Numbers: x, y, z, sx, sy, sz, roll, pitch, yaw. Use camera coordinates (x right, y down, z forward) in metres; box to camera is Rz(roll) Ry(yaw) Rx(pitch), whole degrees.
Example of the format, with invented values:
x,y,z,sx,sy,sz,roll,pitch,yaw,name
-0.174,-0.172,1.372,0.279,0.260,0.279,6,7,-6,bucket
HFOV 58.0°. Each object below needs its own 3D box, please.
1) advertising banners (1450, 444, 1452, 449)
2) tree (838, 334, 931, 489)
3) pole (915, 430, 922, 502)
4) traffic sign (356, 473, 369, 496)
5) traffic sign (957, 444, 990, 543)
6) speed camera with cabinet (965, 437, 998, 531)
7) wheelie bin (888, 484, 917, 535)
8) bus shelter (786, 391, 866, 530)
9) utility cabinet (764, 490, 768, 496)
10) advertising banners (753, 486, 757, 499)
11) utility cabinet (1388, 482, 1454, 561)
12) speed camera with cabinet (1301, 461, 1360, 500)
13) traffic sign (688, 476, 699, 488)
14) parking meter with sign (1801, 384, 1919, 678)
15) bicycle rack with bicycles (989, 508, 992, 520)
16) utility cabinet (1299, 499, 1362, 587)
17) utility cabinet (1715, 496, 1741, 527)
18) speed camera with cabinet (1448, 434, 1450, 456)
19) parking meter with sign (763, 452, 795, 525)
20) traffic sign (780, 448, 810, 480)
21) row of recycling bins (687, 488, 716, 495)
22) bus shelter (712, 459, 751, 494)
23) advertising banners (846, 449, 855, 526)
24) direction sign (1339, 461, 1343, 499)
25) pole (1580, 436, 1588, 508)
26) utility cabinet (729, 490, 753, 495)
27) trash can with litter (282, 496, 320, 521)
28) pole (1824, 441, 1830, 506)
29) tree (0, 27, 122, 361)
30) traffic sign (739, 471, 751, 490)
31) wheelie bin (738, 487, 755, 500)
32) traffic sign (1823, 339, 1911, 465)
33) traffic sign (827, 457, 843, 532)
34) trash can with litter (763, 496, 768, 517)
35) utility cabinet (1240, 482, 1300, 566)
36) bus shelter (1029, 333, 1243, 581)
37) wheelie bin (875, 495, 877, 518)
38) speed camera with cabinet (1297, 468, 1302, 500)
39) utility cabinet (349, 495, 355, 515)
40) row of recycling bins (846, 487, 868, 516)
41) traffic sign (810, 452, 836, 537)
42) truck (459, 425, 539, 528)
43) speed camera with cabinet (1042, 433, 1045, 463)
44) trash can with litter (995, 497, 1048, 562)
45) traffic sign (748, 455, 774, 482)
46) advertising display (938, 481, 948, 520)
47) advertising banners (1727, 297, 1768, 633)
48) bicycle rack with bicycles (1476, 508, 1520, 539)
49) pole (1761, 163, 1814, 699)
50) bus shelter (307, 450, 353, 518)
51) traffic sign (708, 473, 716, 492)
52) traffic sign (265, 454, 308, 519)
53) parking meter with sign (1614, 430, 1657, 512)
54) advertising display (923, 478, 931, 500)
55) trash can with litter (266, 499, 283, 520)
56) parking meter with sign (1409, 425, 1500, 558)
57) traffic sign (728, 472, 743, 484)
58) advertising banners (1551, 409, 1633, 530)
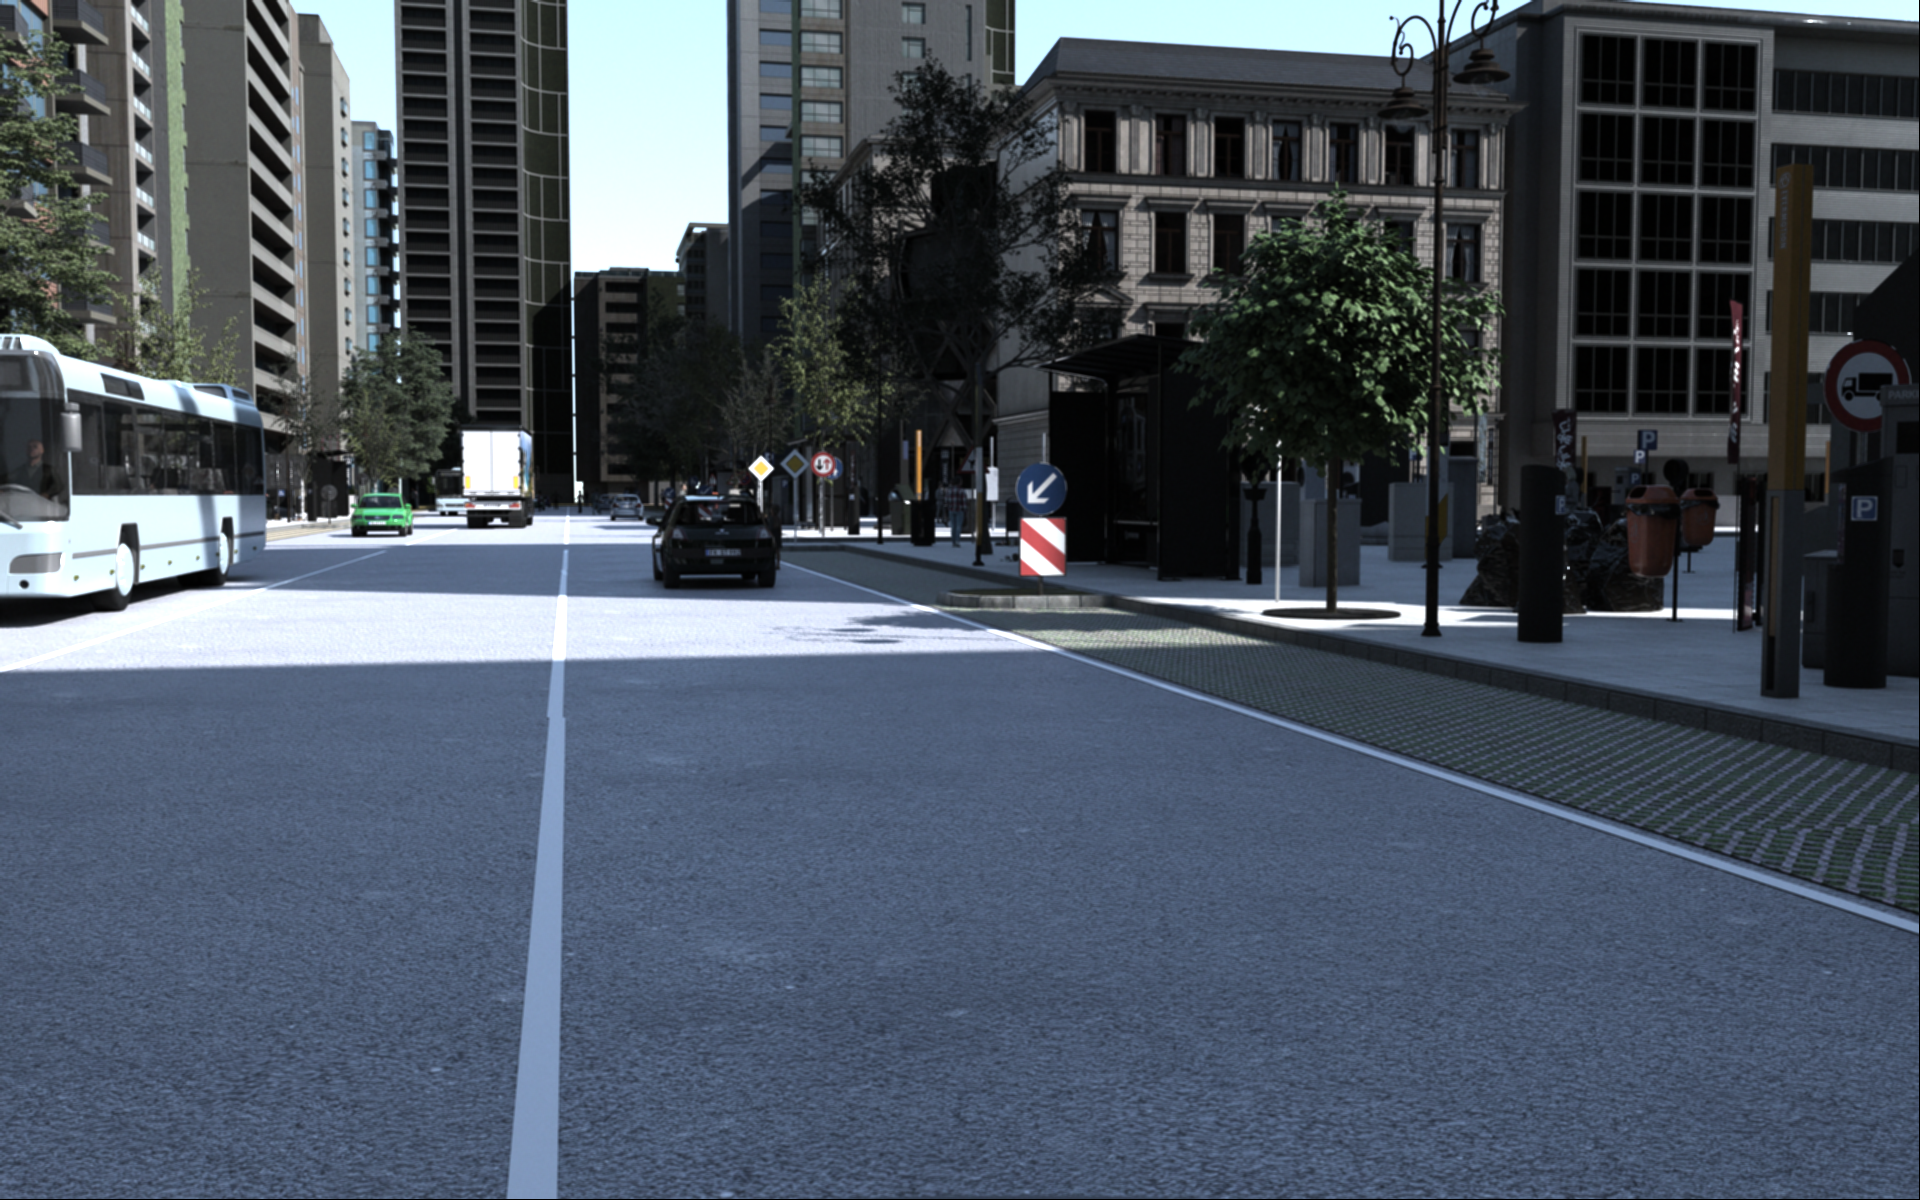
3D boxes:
x,y,z,sx,sy,sz,roll,pitch,yaw,name
16.129,-3.912,60.142,2.074,3.025,0.090,-1,4,-15,advertising banners
-3.450,-7.871,79.049,4.360,8.622,3.978,0,3,0,tree
-1.330,-3.756,55.262,0.158,3.312,0.155,0,3,0,pole
-35.812,-6.345,103.840,0.768,2.556,0.104,-1,4,-9,traffic sign
0.336,-2.747,44.915,0.884,2.594,0.081,-1,4,-12,traffic sign
0.602,-4.044,60.454,0.660,3.252,2.038,-2,4,-28,speed camera with cabinet
-1.823,-2.816,53.945,0.693,1.594,0.980,3,5,39,wheelie bin
-5.263,-5.360,65.261,2.179,5.291,8.768,-1,4,-13,bus shelter
-10.861,-5.413,97.179,0.318,1.500,1.173,0,4,-6,utility cabinet
-14.917,-7.949,126.146,0.090,3.025,2.074,0,4,-1,advertising banners
8.799,-1.493,33.095,1.173,1.500,0.318,0,4,-8,utility cabinet
12.297,-3.815,56.707,0.660,3.252,2.038,-3,5,-39,speed camera with cabinet
-18.836,-7.483,122.455,0.768,2.556,0.104,-1,4,-11,traffic sign
6.864,-0.970,12.121,0.543,3.016,1.738,-3,5,-39,parking meter with sign
2.278,-4.223,82.424,2.852,0.926,2.925,-1,4,-23,bicycle rack with bicycles
5.169,-0.798,24.206,1.020,1.237,0.306,-3,5,-40,utility cabinet
29.996,-3.460,67.729,1.020,1.237,0.306,2,4,34,utility cabinet
15.698,-3.833,57.011,2.038,3.252,0.660,-2,4,-31,speed camera with cabinet
-7.456,-4.619,71.776,0.543,3.016,1.738,-3,5,-41,parking meter with sign
-4.184,-2.569,44.195,0.795,2.593,0.064,-1,4,-13,traffic sign
-17.929,-6.920,120.250,1.069,1.692,3.534,1,4,20,row of recycling bins
-13.472,-6.650,102.649,2.014,3.302,5.546,-1,4,-13,bus shelter
-4.545,-4.446,68.879,0.090,3.025,2.074,-2,4,-25,advertising banners
7.001,-2.433,31.783,0.379,3.537,0.876,0,4,3,direction sign
22.008,-4.114,61.101,0.158,3.312,0.155,0,3,0,pole
-10.887,-4.733,86.067,1.173,1.500,0.318,-1,4,-19,utility cabinet
-31.684,-4.413,83.205,1.678,1.210,2.233,-1,4,-23,trash can with litter
33.526,-4.469,66.907,0.158,3.312,0.155,0,3,0,pole
-20.917,-7.118,34.502,7.486,12.596,7.792,0,3,0,tree
-12.031,-5.898,96.534,0.768,2.556,0.104,-1,4,-9,traffic sign
-9.503,-4.236,77.167,0.693,1.594,0.980,-1,4,-12,wheelie bin
7.438,-0.869,14.307,0.768,2.556,0.104,0,4,-7,traffic sign
-4.383,-3.616,59.223,0.768,2.556,0.104,-1,4,-10,traffic sign
-9.848,-4.674,87.815,0.624,1.170,1.055,0,4,2,trash can with litter
5.433,-1.338,30.552,1.173,1.500,0.318,-2,4,-25,utility cabinet
2.759,-2.281,28.578,1.731,3.624,6.357,-1,4,-13,bus shelter
-4.067,-5.133,91.839,0.693,1.594,0.980,-2,4,-33,wheelie bin
16.327,-5.399,82.606,2.038,3.252,0.660,1,4,14,speed camera with cabinet
-37.459,-5.792,105.853,1.020,1.237,0.306,-3,5,-43,utility cabinet
-6.999,-5.736,100.889,3.534,1.692,1.069,1,4,19,row of recycling bins
-4.103,-3.171,51.952,0.768,2.556,0.104,-1,4,-11,traffic sign
-20.091,-5.313,75.784,2.839,4.237,11.283,-1,4,-11,truck
2.829,-3.747,55.597,0.660,3.252,2.038,0,4,6,speed camera with cabinet
1.369,-1.396,33.885,1.678,1.210,2.233,2,4,33,trash can with litter
-5.942,-3.046,51.985,0.795,2.593,0.064,-1,4,-13,traffic sign
-0.732,-4.929,85.801,0.123,1.923,0.974,-3,4,-37,advertising display
7.452,-1.232,16.330,0.090,3.025,2.074,3,4,36,advertising banners
14.284,-1.874,44.019,2.852,0.926,2.925,-3,4,-36,bicycle rack with bicycles
5.184,-1.040,10.853,0.158,3.312,0.155,0,3,0,pole
-34.371,-6.320,94.616,1.731,3.624,6.357,-1,4,-13,bus shelter
-15.334,-6.567,107.376,0.884,2.594,0.081,0,4,-7,traffic sign
-34.535,-5.790,88.540,2.265,3.308,0.079,-1,4,-11,traffic sign
18.491,-3.159,47.913,0.543,3.016,1.738,-1,4,-12,parking meter with sign
-1.344,-4.051,71.442,0.123,1.923,0.974,-1,4,-14,advertising display
-33.872,-4.508,85.100,1.055,1.170,0.624,-3,4,-37,trash can with litter
9.965,-2.345,34.601,1.738,3.016,0.543,0,4,-2,parking meter with sign
-12.417,-5.854,95.720,0.884,2.594,0.081,-1,4,-11,traffic sign
13.127,-2.403,35.473,2.074,3.025,0.090,0,4,5,advertising banners
